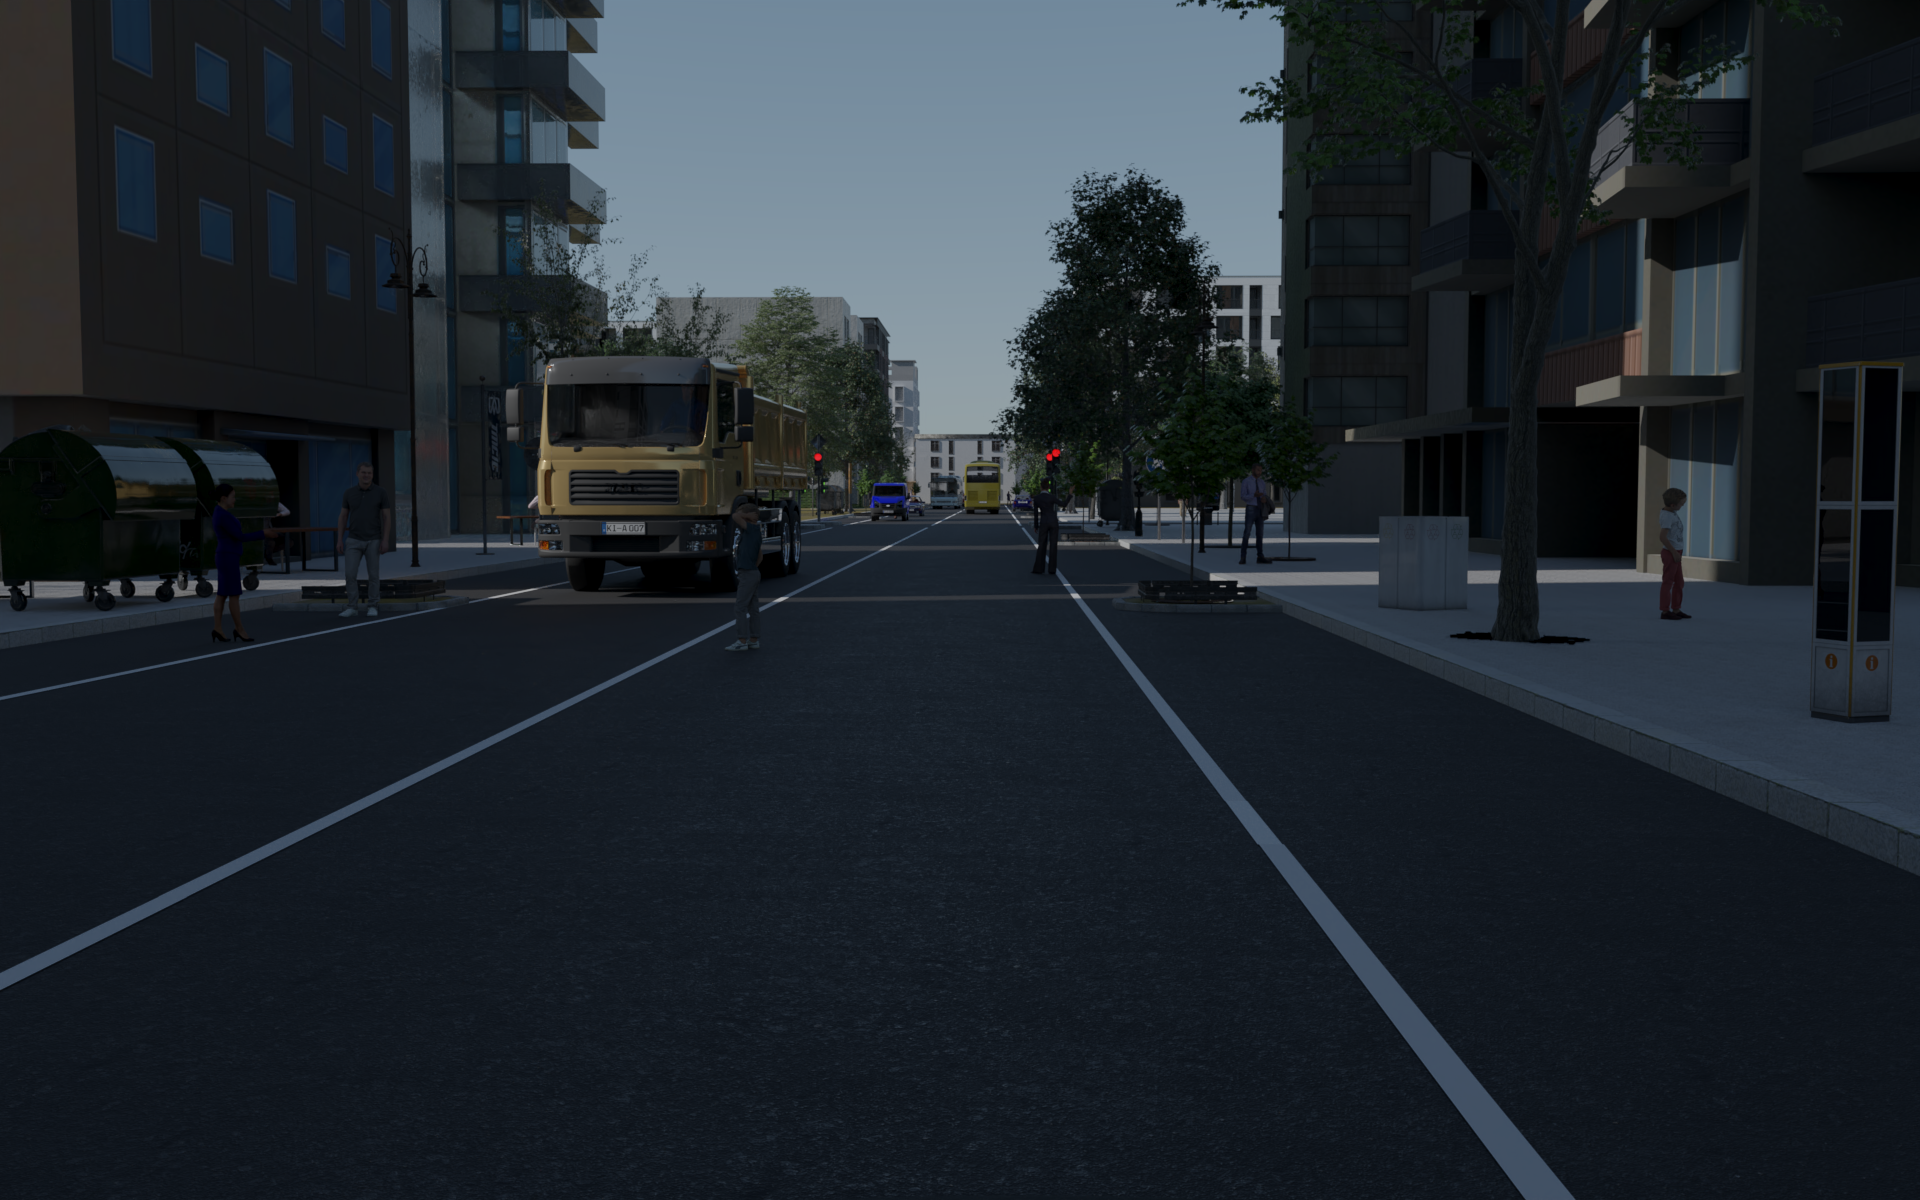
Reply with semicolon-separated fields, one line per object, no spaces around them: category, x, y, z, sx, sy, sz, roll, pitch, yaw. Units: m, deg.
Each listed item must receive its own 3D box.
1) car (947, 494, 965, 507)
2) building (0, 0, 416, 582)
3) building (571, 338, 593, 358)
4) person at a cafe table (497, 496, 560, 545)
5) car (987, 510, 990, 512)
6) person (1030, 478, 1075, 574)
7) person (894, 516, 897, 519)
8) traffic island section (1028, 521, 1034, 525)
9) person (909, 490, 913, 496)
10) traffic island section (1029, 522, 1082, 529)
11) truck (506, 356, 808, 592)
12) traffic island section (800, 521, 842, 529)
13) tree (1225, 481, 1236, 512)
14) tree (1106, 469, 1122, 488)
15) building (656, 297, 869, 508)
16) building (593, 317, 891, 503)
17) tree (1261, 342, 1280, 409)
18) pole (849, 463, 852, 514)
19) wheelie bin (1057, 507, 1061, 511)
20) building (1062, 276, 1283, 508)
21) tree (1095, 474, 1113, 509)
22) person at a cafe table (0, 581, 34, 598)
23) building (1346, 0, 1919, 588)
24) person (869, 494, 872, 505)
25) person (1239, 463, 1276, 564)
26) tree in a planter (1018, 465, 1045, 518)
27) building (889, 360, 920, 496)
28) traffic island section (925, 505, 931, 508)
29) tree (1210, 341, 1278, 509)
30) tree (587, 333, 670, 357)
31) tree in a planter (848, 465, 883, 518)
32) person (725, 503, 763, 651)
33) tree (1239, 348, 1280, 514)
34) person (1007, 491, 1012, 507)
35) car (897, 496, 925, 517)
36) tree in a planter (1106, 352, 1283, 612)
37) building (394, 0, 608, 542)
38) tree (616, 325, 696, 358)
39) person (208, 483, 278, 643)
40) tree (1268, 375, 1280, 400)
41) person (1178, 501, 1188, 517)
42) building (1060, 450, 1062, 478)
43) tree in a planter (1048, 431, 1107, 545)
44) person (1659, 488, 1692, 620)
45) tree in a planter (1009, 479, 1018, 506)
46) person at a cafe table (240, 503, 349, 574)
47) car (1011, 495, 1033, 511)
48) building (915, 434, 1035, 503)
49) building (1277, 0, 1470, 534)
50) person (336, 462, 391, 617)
car;-0.439;-11.391;194.923;2.281;1.827;5.304;0;4;0
building;-19.267;-23.279;30.729;14.600;45.320;14.200;0;4;1
building;-58.537;-22.704;215.191;32.646;21.610;27.936;0;4;1
person at a cafe table;-10.538;-2.140;43.505;1.698;1.524;1.622;-2;4;-34
car;1.531;-7.768;138.808;2.131;1.459;4.920;0;3;0
person;1.677;-1.340;31.206;0.742;1.727;0.445;-1;4;-17
person;-3.831;-5.412;100.221;0.697;1.427;0.421;1;4;13
traffic island section;4.158;-3.520;79.834;2.009;0.180;2.903;0;4;1
person;-5.707;-11.926;201.694;0.551;1.740;0.621;2;4;31
traffic island section;3.990;-3.032;71.851;2.009;0.180;2.903;0;4;1
truck;-4.368;-1.937;27.598;3.469;3.379;9.791;0;4;3
traffic island section;-6.541;-3.534;80.062;2.009;0.180;2.903;0;4;1
tree;19.648;-10.639;124.304;4.737;8.622;4.395;0;3;0
tree;11.817;-11.290;134.955;4.737;8.622;4.395;0;3;0
building;-18.539;-18.646;171.325;16.747;18.905;31.486;0;4;1
building;-25.489;-22.652;214.339;32.646;21.610;27.936;0;4;1
tree;16.224;-8.113;83.015;4.737;8.622;4.395;0;3;0
pole;-7.226;-7.351;114.024;0.158;3.312;0.155;0;3;0
wheelie bin;7.335;-7.629;132.640;0.980;1.594;0.693;2;4;28
building;25.423;-20.459;178.479;27.936;21.610;32.646;0;4;1
tree;11.661;-12.071;147.715;4.360;8.622;3.978;0;3;0
person at a cafe table;-12.130;-0.605;20.760;1.726;1.238;1.698;0;4;-5
building;20.809;-23.017;30.955;22.147;44.769;28.867;0;4;1
person;-10.132;-11.696;198.080;0.445;1.727;0.742;3;4;38
person;5.440;-1.570;31.576;0.709;1.838;0.599;-2;4;-27
tree in a planter;4.682;-6.587;104.912;1.991;3.239;1.994;0;4;1
building;-11.823;-24.112;250.655;11.380;20.091;16.016;0;4;1
traffic island section;-3.521;-11.371;208.778;1.991;0.108;1.994;0;4;1
tree;22.023;-14.578;145.011;9.857;13.997;8.962;0;3;0
tree;-21.253;-11.452;112.995;9.928;11.665;9.643;0;3;0
tree in a planter;-5.695;-6.579;104.789;1.991;3.239;1.994;0;4;1
person;-1.997;-0.220;16.006;0.340;1.345;0.435;0;4;-4
tree;19.776;-10.797;110.941;7.601;10.594;8.767;0;4;-8
person;5.518;-11.214;192.295;0.568;1.767;0.683;3;4;36
car;-3.188;-6.069;111.801;1.945;1.354;3.894;0;4;1
tree in a planter;2.946;-1.508;21.870;1.991;3.239;1.994;0;4;1
building;-27.463;-26.582;54.228;30.456;49.044;23.786;0;4;1
tree;-23.409;-13.777;131.915;9.857;13.997;8.962;0;3;0
person;-6.988;-0.363;16.813;0.453;1.535;0.546;3;4;39
tree;19.369;-9.088;98.946;4.360;8.622;3.978;0;3;0
person;12.271;-5.443;95.159;0.598;1.807;0.434;3;5;44
building;26.117;-22.475;211.447;27.936;21.610;32.646;0;4;1
tree in a planter;3.519;-3.183;49.272;1.991;3.239;1.994;0;4;1
person;7.324;-0.474;17.708;0.340;1.345;0.435;1;4;21
tree in a planter;6.866;-12.956;209.048;1.991;3.239;1.994;0;4;1
person at a cafe table;-11.145;-1.218;28.428;1.622;1.524;1.698;2;4;25
car;5.248;-8.074;144.584;1.945;1.354;3.894;0;4;2
building;7.811;-18.610;246.418;28.070;9.664;9.099;0;4;1
building;18.225;-17.687;60.884;14.160;30.474;14.107;0;4;1
person;-6.996;-0.713;20.283;0.598;1.807;0.434;0;4;5
